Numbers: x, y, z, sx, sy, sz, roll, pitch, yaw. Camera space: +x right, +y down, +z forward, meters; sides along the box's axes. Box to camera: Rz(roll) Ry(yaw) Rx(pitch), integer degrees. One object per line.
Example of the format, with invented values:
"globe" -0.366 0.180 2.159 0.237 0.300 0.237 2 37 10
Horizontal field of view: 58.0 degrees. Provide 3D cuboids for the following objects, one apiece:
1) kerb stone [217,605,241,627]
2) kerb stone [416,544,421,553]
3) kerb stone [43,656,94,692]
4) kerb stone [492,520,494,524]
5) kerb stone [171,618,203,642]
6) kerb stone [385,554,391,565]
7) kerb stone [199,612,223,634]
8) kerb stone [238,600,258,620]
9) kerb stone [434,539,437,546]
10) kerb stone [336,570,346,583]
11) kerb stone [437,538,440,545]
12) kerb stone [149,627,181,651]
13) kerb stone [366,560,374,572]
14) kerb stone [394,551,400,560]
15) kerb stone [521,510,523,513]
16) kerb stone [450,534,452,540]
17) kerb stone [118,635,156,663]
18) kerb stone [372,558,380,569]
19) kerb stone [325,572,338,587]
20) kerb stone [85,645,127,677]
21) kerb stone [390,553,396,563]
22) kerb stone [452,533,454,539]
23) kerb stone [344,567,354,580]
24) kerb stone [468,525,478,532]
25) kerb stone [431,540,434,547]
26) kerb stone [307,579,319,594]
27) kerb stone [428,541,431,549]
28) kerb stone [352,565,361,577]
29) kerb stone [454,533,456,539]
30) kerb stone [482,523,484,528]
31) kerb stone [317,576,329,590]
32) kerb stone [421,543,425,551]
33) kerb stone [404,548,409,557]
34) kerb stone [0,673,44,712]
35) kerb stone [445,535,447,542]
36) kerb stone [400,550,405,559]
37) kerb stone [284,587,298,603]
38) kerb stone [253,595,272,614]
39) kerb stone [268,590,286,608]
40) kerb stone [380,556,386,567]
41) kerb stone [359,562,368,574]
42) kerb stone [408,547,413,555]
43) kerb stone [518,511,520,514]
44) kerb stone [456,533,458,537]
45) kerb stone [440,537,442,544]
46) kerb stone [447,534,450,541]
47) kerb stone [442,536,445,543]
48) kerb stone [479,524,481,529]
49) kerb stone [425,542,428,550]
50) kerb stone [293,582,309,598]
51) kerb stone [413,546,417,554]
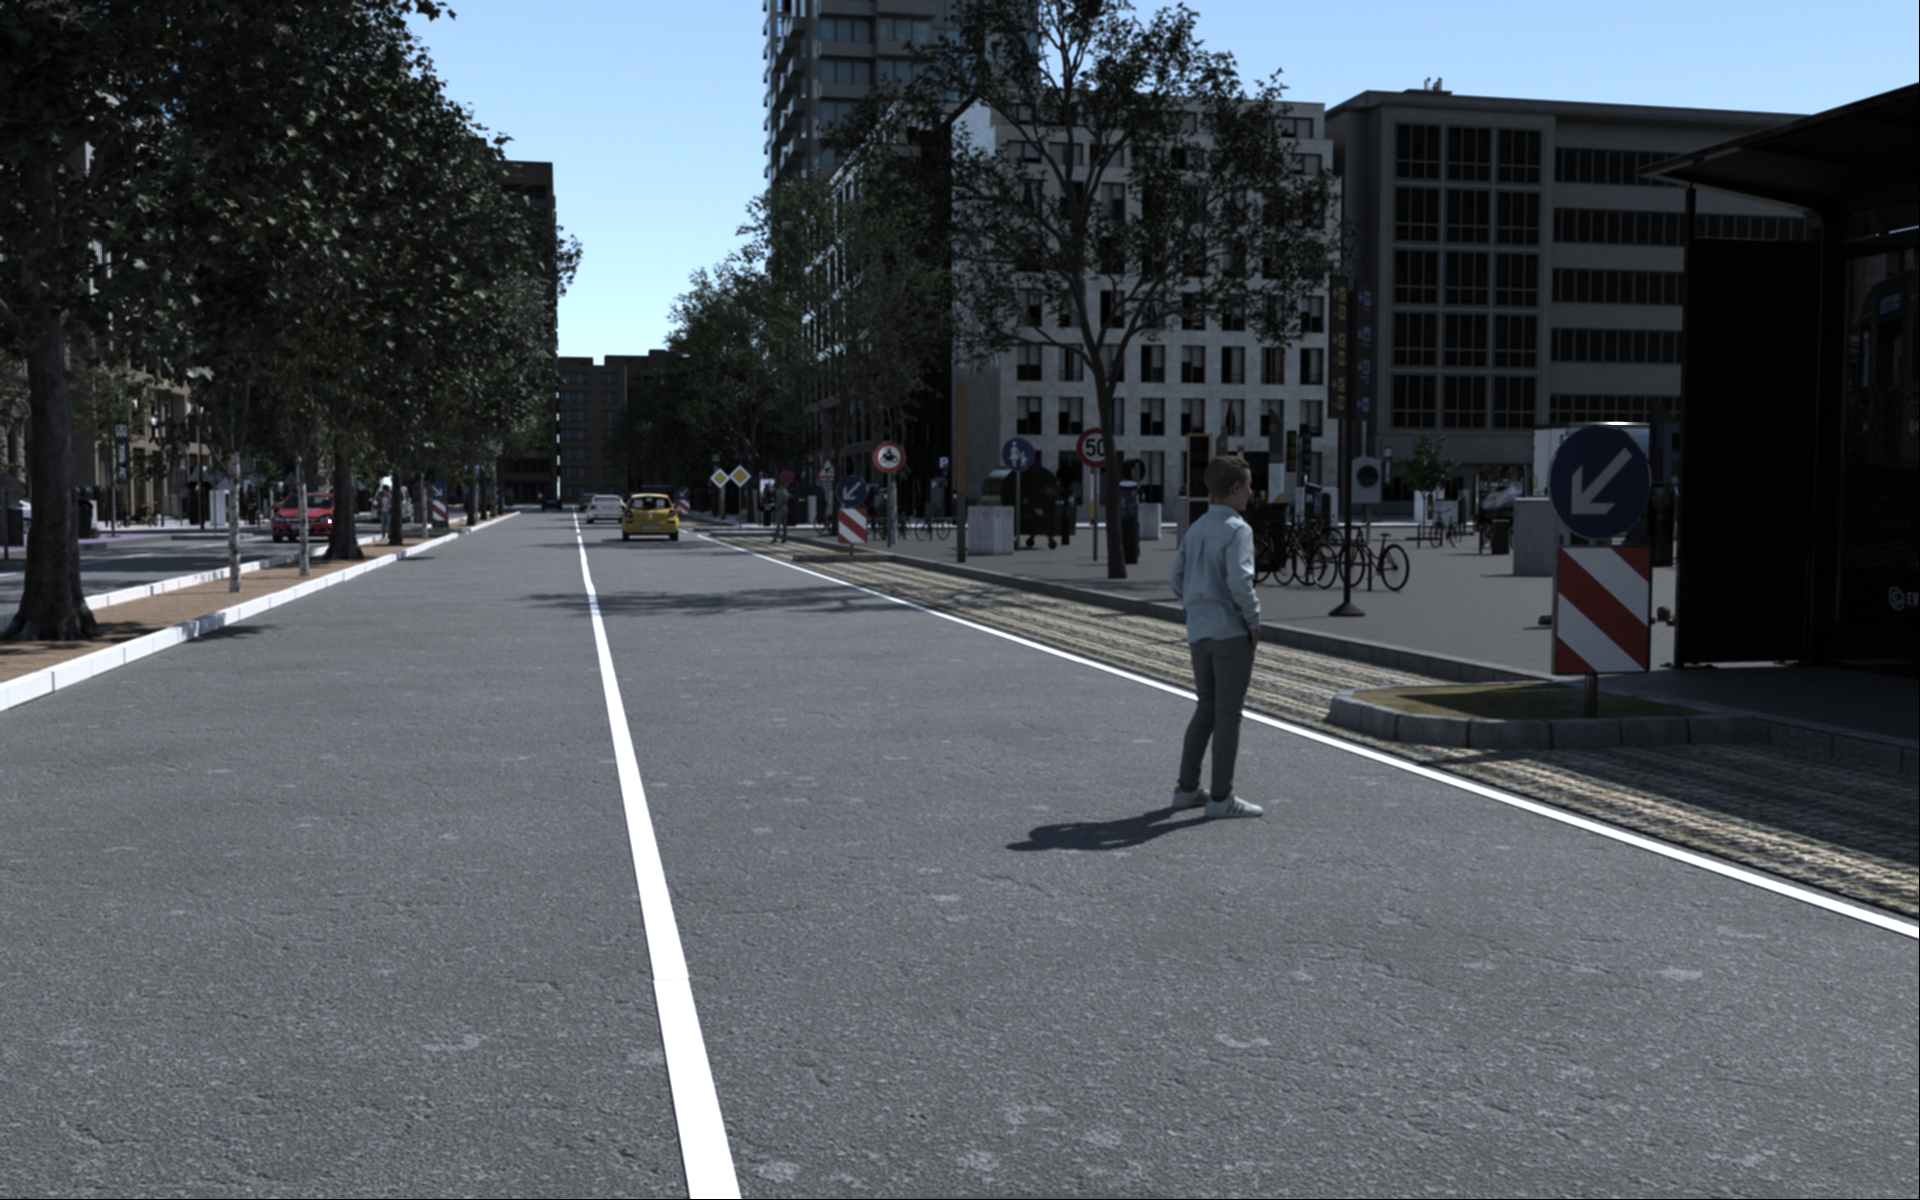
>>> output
"kerb stone" -8.073 0.195 19.009 0.120 0.150 1.000 -1 4 -13
"kerb stone" -13.242 -1.212 42.015 0.120 0.150 1.000 -1 4 -13
"kerb stone" -6.722 0.562 13.007 0.120 0.150 1.000 -1 4 -13
"kerb stone" -22.140 -3.630 81.548 0.120 0.150 1.000 -1 4 -13
"kerb stone" -7.632 0.317 17.010 0.120 0.150 1.000 -1 4 -13
"kerb stone" -11.666 -0.784 35.013 0.120 0.150 1.000 -1 4 -13
"kerb stone" -7.852 0.256 18.012 0.120 0.150 1.000 -1 4 -13
"kerb stone" -8.294 0.134 20.007 0.120 0.150 1.000 -1 4 -13
"kerb stone" -14.374 -1.518 47.019 0.120 0.150 1.000 -1 4 -13
"kerb stone" -10.102 -0.354 28.005 0.120 0.150 1.000 -1 4 -13
"kerb stone" -14.595 -1.578 48.020 0.120 0.150 1.000 -1 4 -13
"kerb stone" -7.404 0.384 16.007 0.120 0.150 1.000 -1 4 -13
"kerb stone" -10.993 -0.595 32.003 0.120 0.150 1.000 -1 4 -13
"kerb stone" -12.125 -0.905 37.014 0.120 0.150 1.000 -1 4 -13
"kerb stone" -32.479 -6.444 127.561 0.120 0.150 1.000 -1 4 -13
"kerb stone" -15.720 -1.885 53.021 0.120 0.150 1.000 -1 4 -13
"kerb stone" -7.176 0.441 15.008 0.120 0.150 1.000 -1 4 -13
"kerb stone" -11.224 -0.661 33.013 0.120 0.150 1.000 -1 4 -13
"kerb stone" -9.872 -0.294 27.009 0.120 0.150 1.000 -1 4 -13
"kerb stone" -6.950 0.502 14.004 0.120 0.150 1.000 -1 4 -13
"kerb stone" -11.902 -0.844 36.007 0.120 0.150 1.000 -1 4 -13
"kerb stone" -15.948 -1.942 54.017 0.120 0.150 1.000 -1 4 -13
"kerb stone" -10.316 -0.417 29.007 0.120 0.150 1.000 -1 4 -13
"kerb stone" -18.984 -2.770 67.536 0.120 0.150 1.000 -1 4 -13
"kerb stone" -14.150 -1.457 46.022 0.120 0.150 1.000 -1 4 -13
"kerb stone" -9.425 -0.172 25.002 0.120 0.150 1.000 -1 4 -13
"kerb stone" -13.919 -1.396 45.014 0.120 0.150 1.000 -1 4 -13
"kerb stone" -10.543 -0.476 30.007 0.120 0.150 1.000 -1 4 -13
"kerb stone" -16.173 -2.007 55.017 0.120 0.150 1.000 -1 4 -13
"kerb stone" -19.872 -3.017 71.531 0.120 0.150 1.000 -1 4 -13
"kerb stone" -9.648 -0.227 26.000 0.120 0.150 1.000 -1 4 -13
"kerb stone" -13.466 -1.269 43.013 0.120 0.150 1.000 -1 4 -13
"kerb stone" -12.572 -1.024 39.016 0.120 0.150 1.000 -1 4 -13
"kerb stone" -6.505 0.626 12.009 0.120 0.150 1.000 -1 4 -13
"kerb stone" -15.279 -1.761 51.025 0.120 0.150 1.000 -1 4 -13
"kerb stone" -12.354 -0.967 38.009 0.120 0.150 1.000 -1 4 -13
"kerb stone" -8.971 -0.040 23.010 0.120 0.150 1.000 -1 4 -13
"kerb stone" -8.523 0.073 21.006 0.120 0.150 1.000 -1 4 -13
"kerb stone" -8.746 0.011 22.012 0.120 0.150 1.000 -1 4 -13
"kerb stone" -11.444 -0.722 34.015 0.120 0.150 1.000 -1 4 -13
"kerb stone" -10.774 -0.539 31.003 0.120 0.150 1.000 -1 4 -13
"kerb stone" -12.797 -1.090 40.013 0.120 0.150 1.000 -1 4 -13
"kerb stone" -30.901 -6.015 120.541 0.120 0.150 1.000 -1 4 -13
"kerb stone" -16.390 -2.069 56.016 0.120 0.150 1.000 -1 4 -13
"kerb stone" -14.825 -1.641 49.026 0.120 0.150 1.000 -1 4 -13
"kerb stone" -15.494 -1.824 52.024 0.120 0.150 1.000 -1 4 -13
"kerb stone" -15.052 -1.697 50.023 0.120 0.150 1.000 -1 4 -13
"kerb stone" -19.429 -2.895 69.531 0.120 0.150 1.000 -1 4 -13
"kerb stone" -13.688 -1.327 44.010 0.120 0.150 1.000 -1 4 -13
"kerb stone" -9.194 -0.107 24.007 0.120 0.150 1.000 -1 4 -13
"kerb stone" -13.017 -1.150 41.013 0.120 0.150 1.000 -1 4 -13
